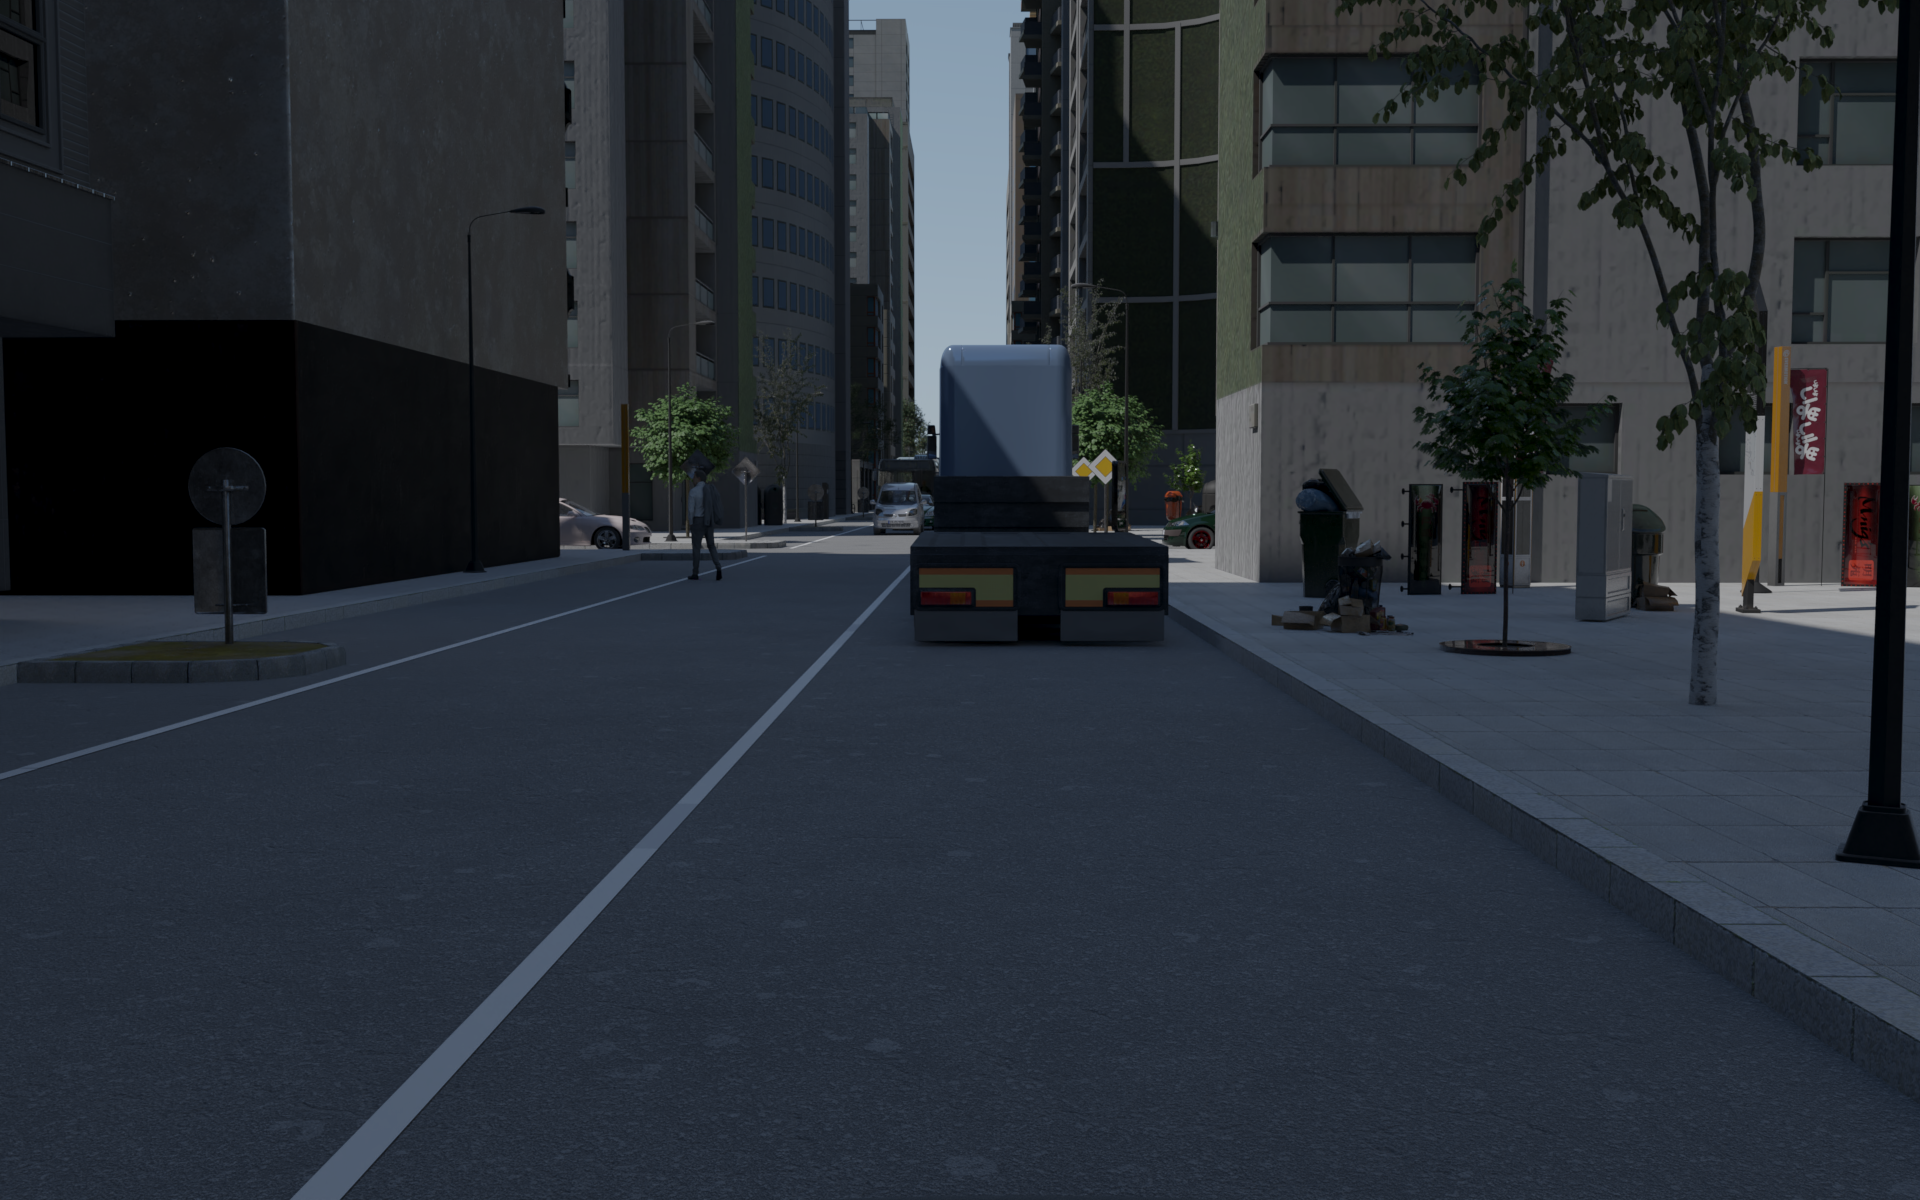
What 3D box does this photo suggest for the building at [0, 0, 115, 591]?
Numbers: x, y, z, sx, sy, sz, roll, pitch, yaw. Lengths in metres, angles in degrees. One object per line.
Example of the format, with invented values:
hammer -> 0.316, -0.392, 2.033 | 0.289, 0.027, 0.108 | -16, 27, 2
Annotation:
building -> -15.358, -12.944, 5.148 | 14.314, 27.812, 24.014 | 0, 4, 1

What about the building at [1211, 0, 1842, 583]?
building -> 11.432, -15.853, 30.905 | 14.160, 30.474, 14.107 | 0, 4, 1

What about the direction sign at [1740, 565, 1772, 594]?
direction sign -> 10.347, -1.860, 22.405 | 0.379, 3.537, 0.876 | 2, 4, 26

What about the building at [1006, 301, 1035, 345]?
building -> 18.585, -19.828, 169.219 | 27.650, 21.520, 28.899 | 0, 4, 1

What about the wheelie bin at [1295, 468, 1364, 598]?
wheelie bin -> 4.570, -0.832, 21.518 | 0.693, 1.594, 0.980 | 2, 4, 32

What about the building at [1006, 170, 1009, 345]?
building -> 17.317, -37.992, 244.877 | 21.300, 48.544, 21.600 | 0, 4, 1

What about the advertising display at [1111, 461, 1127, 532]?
advertising display -> 3.099, -1.745, 33.740 | 0.123, 1.923, 0.974 | 1, 4, 15

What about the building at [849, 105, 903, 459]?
building -> -13.176, -30.232, 177.891 | 14.154, 41.232, 14.086 | 0, 4, 1

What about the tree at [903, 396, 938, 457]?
tree -> -6.747, -17.204, 198.291 | 9.611, 12.733, 9.660 | 0, 3, 0

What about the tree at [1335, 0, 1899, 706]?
tree -> 4.301, -3.667, 10.313 | 4.737, 8.622, 4.395 | 0, 3, 0

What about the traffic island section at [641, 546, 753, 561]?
traffic island section -> -5.882, -1.009, 38.776 | 2.009, 0.180, 2.903 | 0, 4, 1

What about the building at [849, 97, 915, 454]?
building -> -16.676, -36.201, 215.586 | 21.300, 48.544, 21.600 | 0, 4, 1

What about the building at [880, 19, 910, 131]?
building -> -15.855, -50.664, 266.608 | 20.563, 71.187, 20.611 | 0, 4, 1

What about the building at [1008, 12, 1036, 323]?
building -> 16.641, -41.425, 219.297 | 21.231, 58.520, 28.212 | 0, 4, 1

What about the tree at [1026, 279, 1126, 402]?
tree -> 3.888, -6.674, 59.480 | 4.360, 8.622, 3.978 | 0, 3, 0

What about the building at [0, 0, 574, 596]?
building -> -16.563, -9.922, 29.679 | 16.811, 18.784, 16.820 | 0, 4, 1

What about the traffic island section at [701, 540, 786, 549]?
traffic island section -> -5.793, -1.497, 46.761 | 2.009, 0.180, 2.903 | 0, 4, 1

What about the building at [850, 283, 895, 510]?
building -> -20.408, -19.088, 157.120 | 27.650, 21.520, 28.899 | 0, 4, 1

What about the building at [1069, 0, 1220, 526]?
building -> 13.208, -38.827, 73.080 | 20.563, 71.187, 20.611 | 0, 4, 1

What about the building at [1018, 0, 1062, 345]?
building -> 15.887, -29.629, 139.058 | 22.147, 44.769, 28.867 | 0, 4, 1

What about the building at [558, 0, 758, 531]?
building -> -15.220, -23.114, 61.514 | 14.154, 41.232, 14.086 | 0, 4, 1

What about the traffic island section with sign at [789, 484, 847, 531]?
traffic island section with sign -> -5.570, -3.588, 67.284 | 1.989, 1.847, 2.006 | 0, 4, 1

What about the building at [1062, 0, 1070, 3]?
building -> 16.700, -34.482, 105.781 | 21.231, 58.520, 28.212 | 0, 4, 1

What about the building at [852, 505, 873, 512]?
building -> -17.179, -42.361, 130.858 | 20.563, 71.187, 20.611 | 0, 4, 1

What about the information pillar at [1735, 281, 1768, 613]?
information pillar -> 8.527, -1.666, 18.590 | 0.183, 3.616, 0.504 | 1, 4, 12

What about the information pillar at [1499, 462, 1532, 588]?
information pillar -> 7.596, -1.172, 23.654 | 0.304, 2.012, 0.304 | -1, 4, -23

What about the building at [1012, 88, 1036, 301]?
building -> 12.791, -33.025, 190.067 | 14.600, 45.320, 14.200 | 0, 4, 1

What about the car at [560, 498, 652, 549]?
car -> -10.197, -1.911, 43.608 | 4.827, 1.381, 2.083 | 0, 4, -1

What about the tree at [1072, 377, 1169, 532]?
tree -> 4.160, -4.216, 52.639 | 4.285, 4.588, 4.351 | 0, 3, 0

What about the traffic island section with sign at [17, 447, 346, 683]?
traffic island section with sign -> -6.161, -0.333, 14.069 | 1.989, 1.847, 2.006 | 0, 4, 1

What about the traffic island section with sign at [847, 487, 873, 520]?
traffic island section with sign -> -5.266, -5.300, 95.282 | 1.989, 1.847, 2.006 | 0, 4, 1

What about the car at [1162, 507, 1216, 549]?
car -> 7.129, -2.029, 42.953 | 4.222, 1.686, 2.009 | 0, 4, 2

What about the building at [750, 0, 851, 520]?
building -> -17.680, -33.887, 96.056 | 21.231, 58.520, 28.212 | 0, 4, 1

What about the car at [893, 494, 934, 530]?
car -> -1.785, -3.548, 69.816 | 2.131, 1.459, 4.920 | 0, 4, -1
